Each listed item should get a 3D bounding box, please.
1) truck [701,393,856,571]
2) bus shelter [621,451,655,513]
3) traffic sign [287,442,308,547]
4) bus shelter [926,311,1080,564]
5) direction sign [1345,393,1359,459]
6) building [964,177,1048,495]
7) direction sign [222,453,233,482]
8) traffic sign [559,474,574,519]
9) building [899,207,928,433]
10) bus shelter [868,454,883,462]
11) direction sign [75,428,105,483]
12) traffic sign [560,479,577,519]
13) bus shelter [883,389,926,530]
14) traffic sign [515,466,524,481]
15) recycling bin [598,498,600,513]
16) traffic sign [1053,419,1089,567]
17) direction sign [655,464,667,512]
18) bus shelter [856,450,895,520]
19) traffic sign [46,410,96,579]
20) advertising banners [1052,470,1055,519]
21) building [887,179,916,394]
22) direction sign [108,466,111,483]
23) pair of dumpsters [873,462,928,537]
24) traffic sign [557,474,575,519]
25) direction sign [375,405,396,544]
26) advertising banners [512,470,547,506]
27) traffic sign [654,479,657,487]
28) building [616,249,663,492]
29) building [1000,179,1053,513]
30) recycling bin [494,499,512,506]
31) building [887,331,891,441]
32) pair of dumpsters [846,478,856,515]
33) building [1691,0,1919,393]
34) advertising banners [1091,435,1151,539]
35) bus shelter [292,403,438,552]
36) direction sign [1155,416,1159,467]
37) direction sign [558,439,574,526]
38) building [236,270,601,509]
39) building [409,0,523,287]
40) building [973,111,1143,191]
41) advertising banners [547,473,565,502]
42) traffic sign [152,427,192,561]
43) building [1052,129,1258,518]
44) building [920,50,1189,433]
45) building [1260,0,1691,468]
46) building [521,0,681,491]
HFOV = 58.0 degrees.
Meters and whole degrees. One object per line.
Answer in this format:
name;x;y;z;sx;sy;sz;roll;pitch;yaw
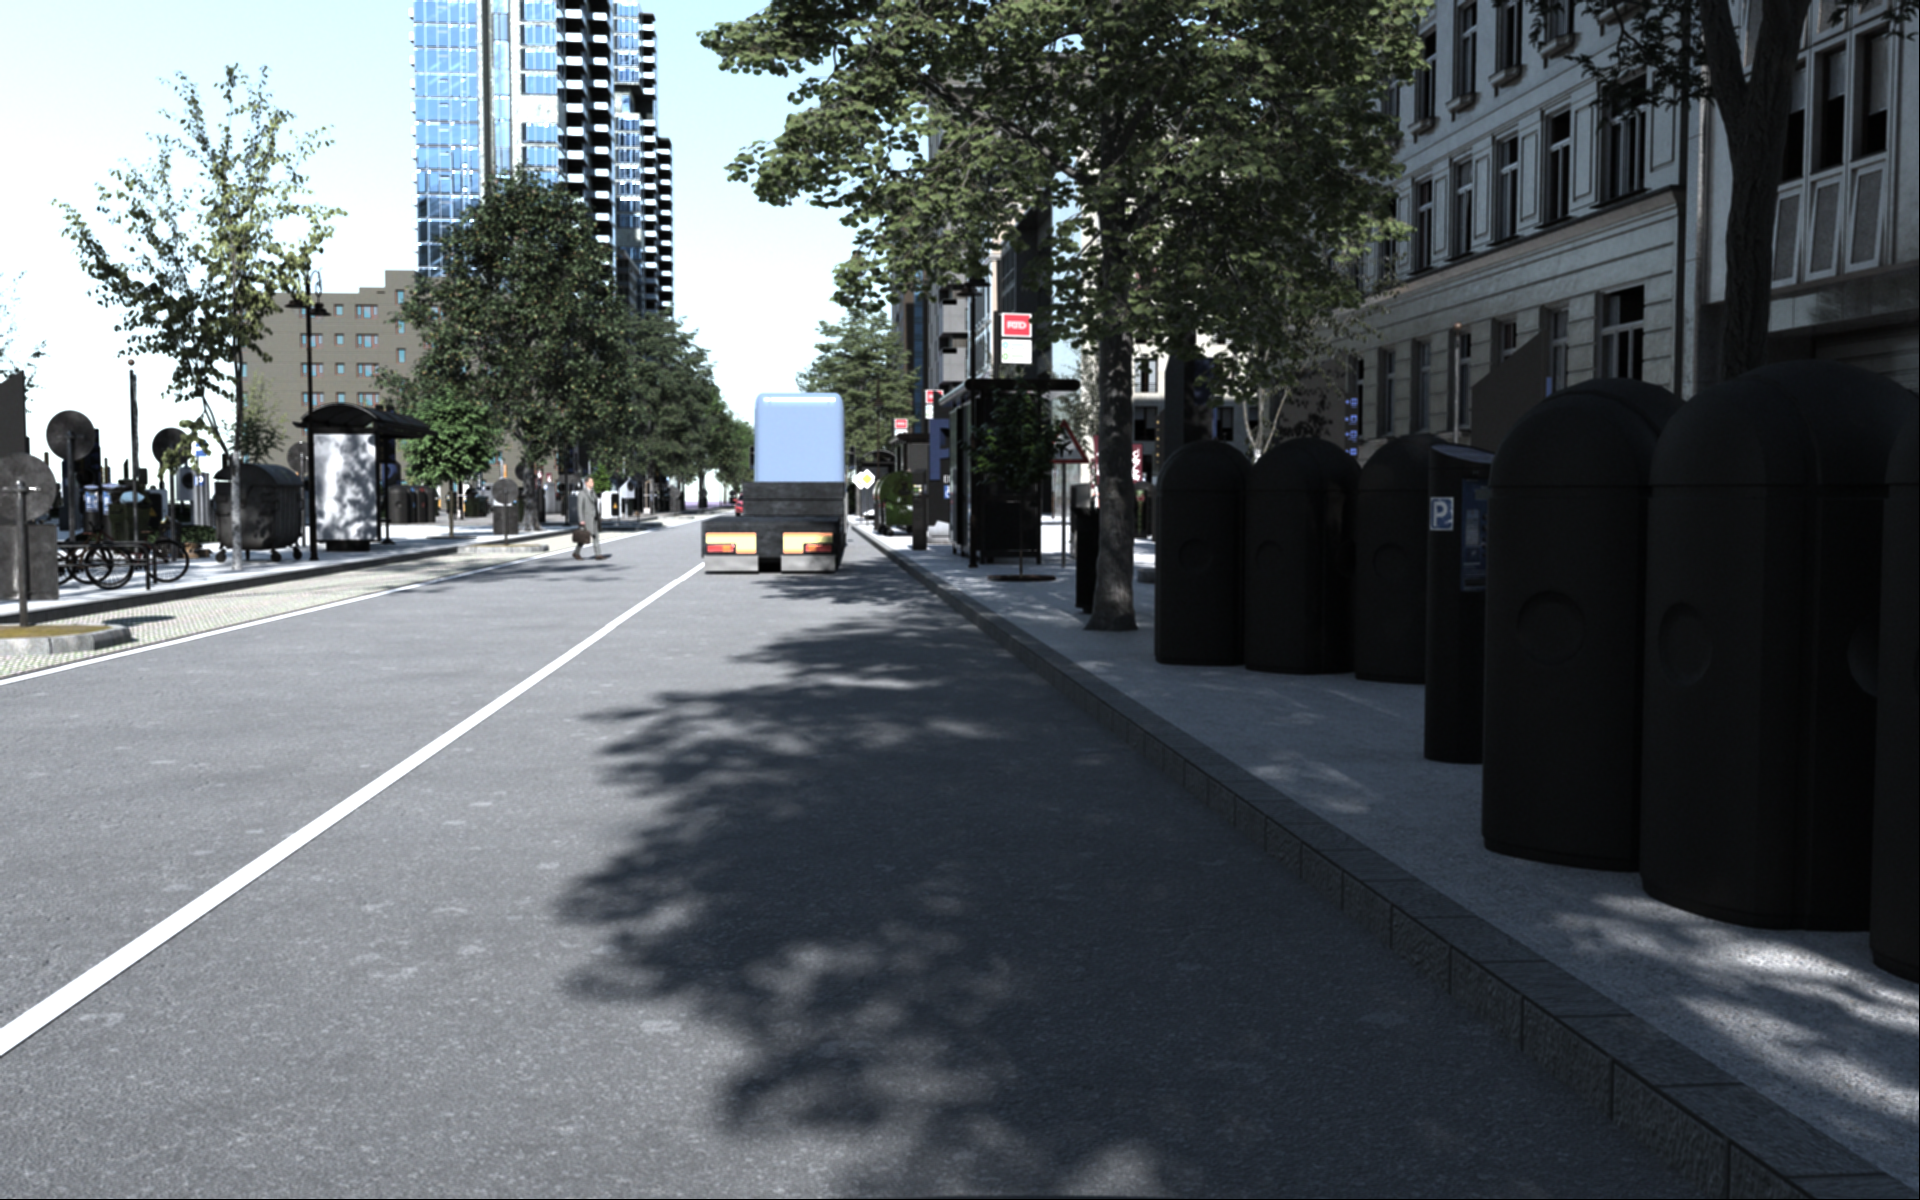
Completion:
truck;-3.932;-3.083;40.173;2.967;4.110;18.799;0;4;-3
bus shelter;-23.014;-8.873;122.699;2.179;5.291;8.768;0;4;-5
traffic sign;-16.036;-2.578;42.253;0.768;2.556;0.104;0;4;3
bus shelter;0.767;-3.554;35.737;2.179;5.291;8.768;0;4;-5
direction sign;8.536;-2.877;39.035;0.876;3.537;0.379;2;4;29
building;7.719;-21.892;143.838;13.634;28.700;20.117;0;4;-5
direction sign;-40.849;-6.414;96.870;0.379;3.537;0.876;2;4;31
traffic sign;-19.851;-5.340;87.407;0.768;2.556;0.104;0;4;1
building;-2.038;-37.503;263.277;14.600;45.320;14.200;0;4;-5
bus shelter;-3.611;-6.834;89.360;2.179;5.291;8.768;0;4;-5
direction sign;-30.132;-4.151;59.862;0.876;3.537;0.379;0;4;4
traffic sign;-20.464;-5.536;90.525;0.884;2.594;0.081;0;4;3
bus shelter;-1.462;-5.273;63.849;2.179;5.291;8.768;0;4;-5
traffic sign;-17.017;-4.136;67.728;0.768;2.556;0.104;0;4;2
recycling bin;-22.100;-5.758;106.690;0.722;1.027;0.722;3;5;40
traffic sign;1.811;-1.847;30.205;0.884;2.594;0.081;0;4;2
direction sign;-21.574;-8.126;124.861;0.876;3.537;0.379;0;4;6
bus shelter;-3.891;-5.389;82.027;2.014;3.302;5.546;0;4;-5
traffic sign;-13.460;-1.597;26.222;0.768;2.556;0.104;0;4;3
advertising banners;4.804;-5.675;88.968;0.090;3.025;2.074;0;3;0
building;2.749;-42.515;284.362;28.713;52.752;27.495;0;4;-5
direction sign;-69.864;-9.146;141.537;0.876;3.537;0.379;-1;4;-22
pair of dumpsters;-1.860;-3.159;54.151;1.574;2.255;4.437;0;4;-5
traffic sign;-18.133;-4.873;79.684;0.884;2.594;0.081;0;4;3
direction sign;-14.688;-3.201;44.339;0.379;3.537;0.876;1;4;12
advertising banners;-26.291;-6.662;105.113;2.074;3.025;0.090;0;4;0
traffic sign;-24.829;-8.527;139.522;0.768;2.556;0.104;0;4;-1
building;-60.467;-34.432;254.843;32.217;40.220;23.993;0;4;-5
building;11.305;-18.347;119.042;14.314;24.678;30.058;0;4;-5
recycling bin;-23.473;-4.672;88.944;0.722;1.027;0.722;-3;5;-39
building;-6.010;-32.641;305.376;14.160;30.474;14.107;0;4;-5
pair of dumpsters;-6.534;-6.518;109.069;1.574;2.255;4.437;0;4;-5
building;19.263;-12.344;19.848;12.078;24.808;19.932;0;4;-5
advertising banners;4.685;-3.313;50.354;2.074;3.025;0.090;3;5;43
bus shelter;-13.989;-2.888;41.138;2.014;3.302;5.546;0;4;-5
direction sign;6.062;-3.546;49.982;0.876;3.537;0.379;0;4;1
direction sign;-15.718;-4.716;69.112;0.876;3.537;0.379;3;4;36
building;-49.385;-19.486;163.640;27.650;21.520;28.899;0;4;-5
building;-48.866;-53.770;191.814;22.319;86.520;31.000;0;4;-5
building;14.402;-29.819;179.426;32.217;40.220;23.993;0;4;-5
advertising banners;-33.284;-8.995;143.258;2.074;3.025;0.090;1;4;15
traffic sign;-15.036;-2.015;33.055;0.768;2.556;0.104;0;4;0
building;14.120;-14.666;94.539;16.860;20.320;10.420;0;4;-5
building;10.514;-37.636;204.590;28.713;52.752;27.495;0;4;-5
building;18.635;-12.950;45.014;16.112;22.955;30.059;0;4;-5
building;-56.836;-59.306;282.316;22.319;86.520;31.000;0;4;-5
